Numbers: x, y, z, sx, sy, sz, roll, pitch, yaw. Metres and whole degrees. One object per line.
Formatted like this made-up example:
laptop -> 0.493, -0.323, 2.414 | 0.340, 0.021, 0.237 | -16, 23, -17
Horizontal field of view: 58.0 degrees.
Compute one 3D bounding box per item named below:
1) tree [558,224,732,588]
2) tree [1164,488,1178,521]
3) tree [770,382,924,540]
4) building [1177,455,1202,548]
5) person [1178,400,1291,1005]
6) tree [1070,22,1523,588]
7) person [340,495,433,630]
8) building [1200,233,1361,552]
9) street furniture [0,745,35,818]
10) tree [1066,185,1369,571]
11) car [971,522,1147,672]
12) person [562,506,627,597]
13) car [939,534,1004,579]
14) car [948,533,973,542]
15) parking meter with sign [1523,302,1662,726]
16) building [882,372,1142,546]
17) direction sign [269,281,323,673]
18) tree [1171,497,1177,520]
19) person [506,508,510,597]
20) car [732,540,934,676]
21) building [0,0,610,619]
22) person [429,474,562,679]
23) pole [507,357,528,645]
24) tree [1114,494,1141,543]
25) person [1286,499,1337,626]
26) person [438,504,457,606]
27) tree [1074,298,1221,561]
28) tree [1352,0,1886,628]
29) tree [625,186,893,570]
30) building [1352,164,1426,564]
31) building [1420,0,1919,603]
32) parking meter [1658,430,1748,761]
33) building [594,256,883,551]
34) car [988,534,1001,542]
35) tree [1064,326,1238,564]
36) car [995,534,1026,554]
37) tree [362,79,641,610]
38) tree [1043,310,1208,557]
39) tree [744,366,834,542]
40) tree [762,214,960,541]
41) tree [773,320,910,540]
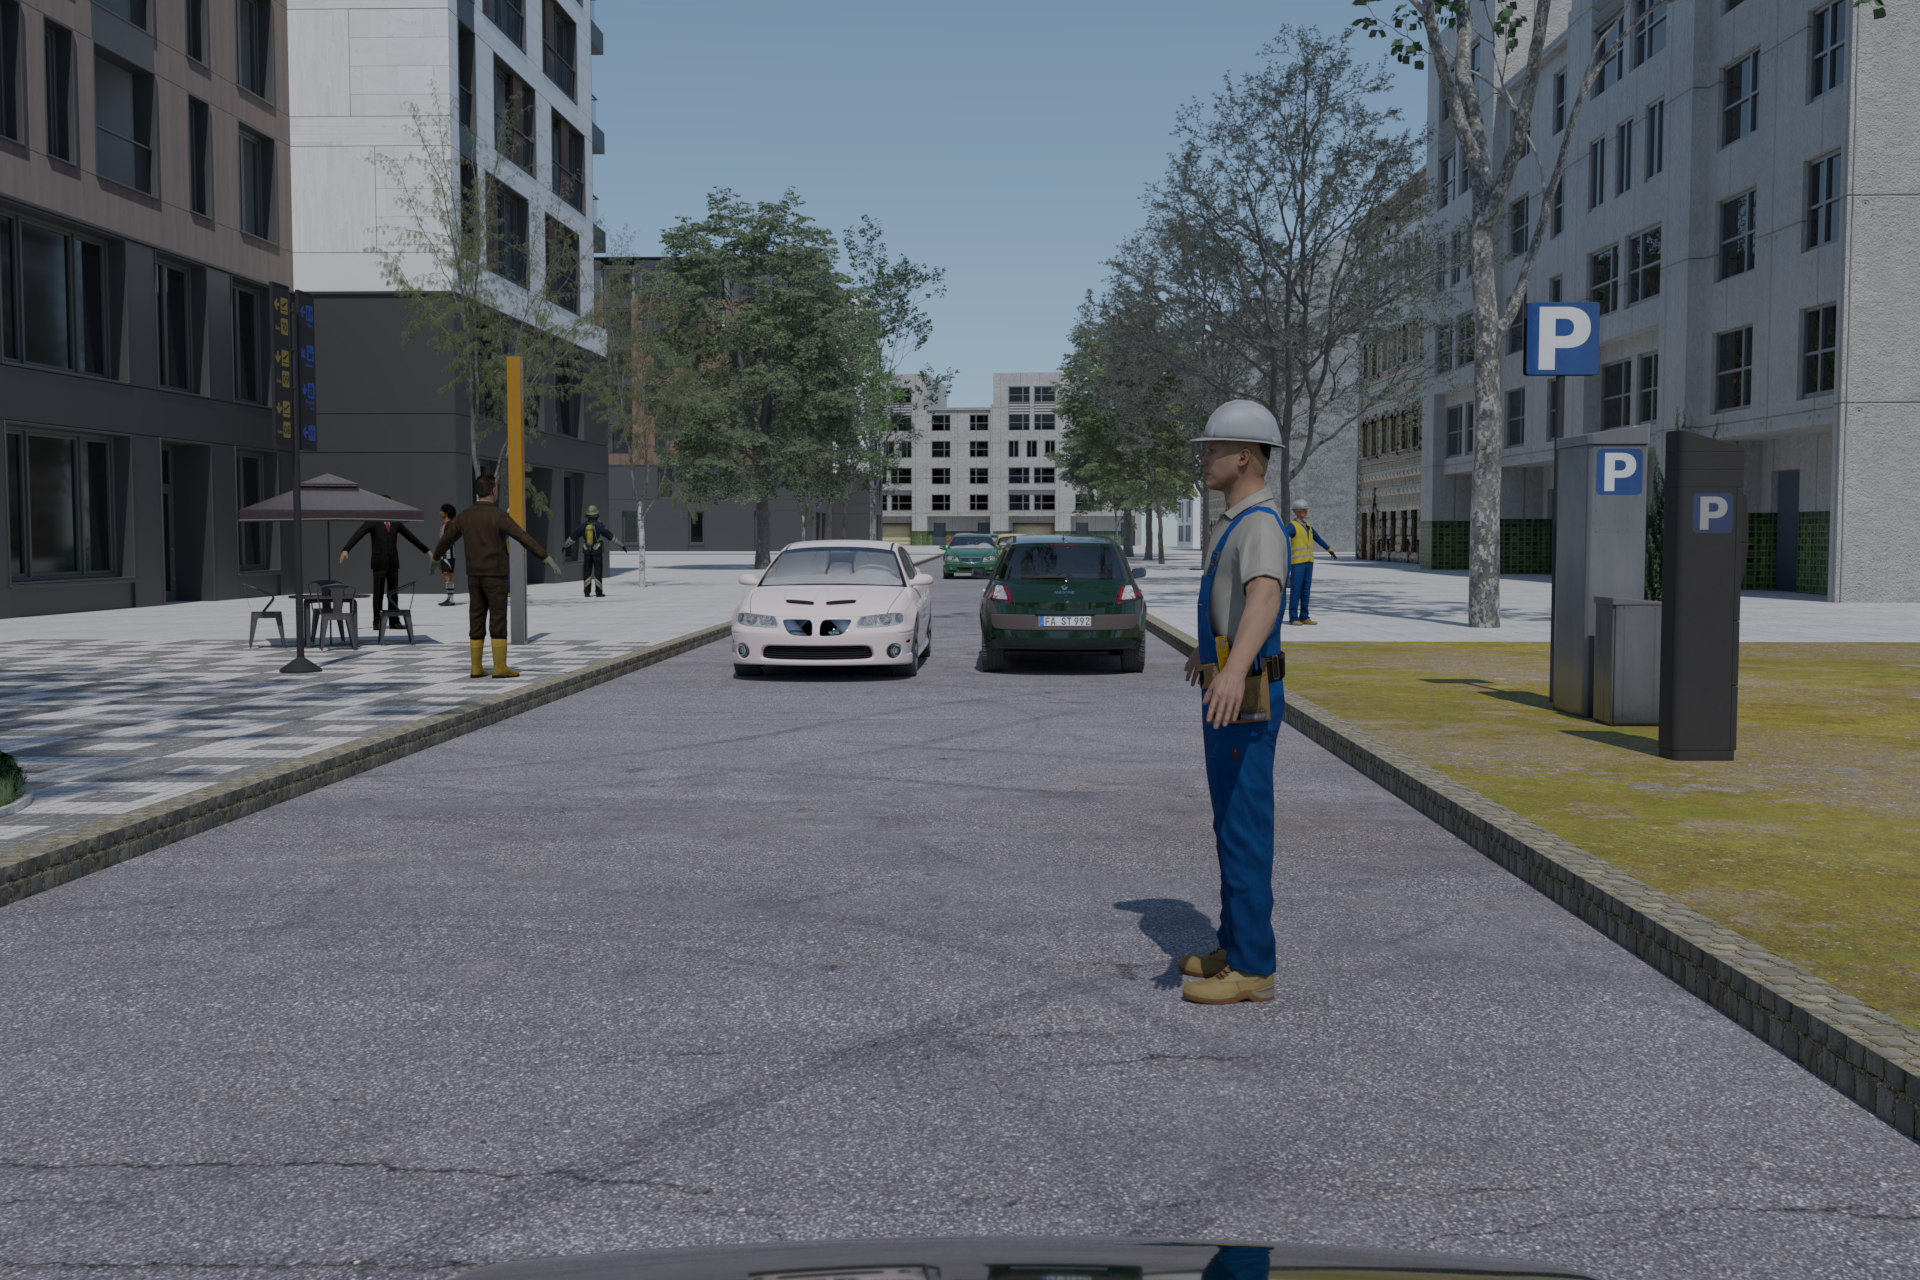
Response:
tree -> -7.694, -5.581, 41.606 | 4.360, 8.622, 3.978 | 0, 3, 0
tree -> 25.562, -15.187, 198.670 | 4.360, 8.622, 3.978 | 0, 3, 0
tree -> -6.376, -9.771, 94.168 | 8.767, 10.594, 7.601 | -1, 4, -11
building -> 25.150, -12.946, 153.810 | 9.099, 9.664, 28.070 | 0, 4, 1
person -> 0.850, 0.177, 5.421 | 0.705, 1.847, 1.347 | 0, 4, 5
tree -> 7.883, -7.998, 41.133 | 12.009, 13.543, 11.850 | 0, 3, 0
person -> -7.672, -1.038, 23.159 | 1.347, 1.806, 0.705 | -3, 5, -44
building -> 28.562, -18.301, 130.152 | 19.493, 23.208, 18.063 | 0, 4, 1
street furniture -> -7.612, 0.674, 4.612 | 5.734, 0.657, 10.072 | 1, 4, 16
tree -> 8.631, -9.208, 60.919 | 12.009, 13.543, 11.850 | 0, 3, 0
car -> 1.114, -0.586, 19.363 | 2.009, 1.686, 4.222 | 0, 4, 2
person -> -7.457, -1.801, 35.225 | 1.354, 1.856, 0.705 | 0, 4, 4
car -> 0.412, -2.747, 56.710 | 2.131, 1.459, 4.920 | 0, 4, 2
car -> 0.347, -5.789, 103.688 | 2.155, 1.783, 4.494 | 0, 4, 2
parking meter with sign -> 4.529, -0.981, 12.293 | 0.543, 3.016, 1.738 | 0, 3, 0
building -> 4.670, -20.060, 196.890 | 31.486, 18.905, 16.747 | 0, 4, 7
direction sign -> -6.138, -1.469, 16.022 | 0.379, 3.537, 0.876 | 0, 4, 3
tree -> 25.526, -14.836, 192.928 | 4.360, 8.622, 3.978 | 0, 3, 0
person -> -9.122, -1.791, 35.253 | 0.705, 1.833, 1.349 | 1, 4, 11
car -> -1.304, -0.404, 18.967 | 2.083, 1.381, 4.827 | 0, 4, 2
building -> -24.675, -11.653, 34.500 | 27.936, 21.610, 32.646 | 0, 4, 2
person -> -4.193, -0.569, 15.443 | 1.346, 1.812, 0.704 | 1, 4, 18
pole -> -5.121, -1.601, 20.027 | 0.158, 3.312, 0.155 | 0, 3, 0
tree -> 9.771, -9.482, 105.388 | 4.737, 8.622, 4.395 | 0, 3, 0
person -> 4.849, -1.093, 24.335 | 1.216, 1.772, 0.721 | -3, 4, -37
person -> -9.169, -1.514, 30.906 | 0.704, 1.843, 1.345 | -1, 4, -19
tree -> 9.165, -10.123, 83.636 | 7.486, 12.596, 7.792 | 0, 3, 0
tree -> 6.771, -10.149, 21.830 | 12.611, 20.169, 13.585 | 0, 3, 0
tree -> -7.242, -9.527, 62.425 | 9.857, 13.997, 8.962 | 0, 3, 0
building -> 28.933, -15.063, 77.214 | 19.493, 23.208, 18.063 | 0, 4, 2
building -> 25.004, -11.061, 47.312 | 16.747, 18.905, 31.486 | 0, 4, 1
parking meter -> 4.230, -0.254, 9.858 | 0.399, 1.863, 0.255 | 0, 4, 0
building -> -21.275, -18.355, 144.086 | 27.936, 21.610, 32.646 | 0, 4, 1
car -> 1.681, -5.133, 95.729 | 2.131, 1.459, 4.920 | 0, 4, 1
tree -> 8.619, -8.514, 73.611 | 8.767, 10.594, 7.601 | 0, 4, 5
car -> 2.044, -3.475, 67.040 | 2.015, 1.641, 3.980 | 0, 4, 0
tree -> -8.260, -4.810, 29.014 | 4.360, 8.622, 3.978 | 0, 3, 0
tree -> 9.236, -11.530, 95.164 | 9.857, 13.997, 8.962 | 0, 3, 0
tree -> -6.465, -7.540, 73.645 | 4.360, 8.622, 3.978 | 0, 3, 0
tree -> -6.254, -15.273, 105.601 | 12.611, 20.169, 13.585 | 0, 3, 0
tree -> -6.327, -9.697, 84.297 | 9.928, 11.665, 9.643 | 0, 3, 0
